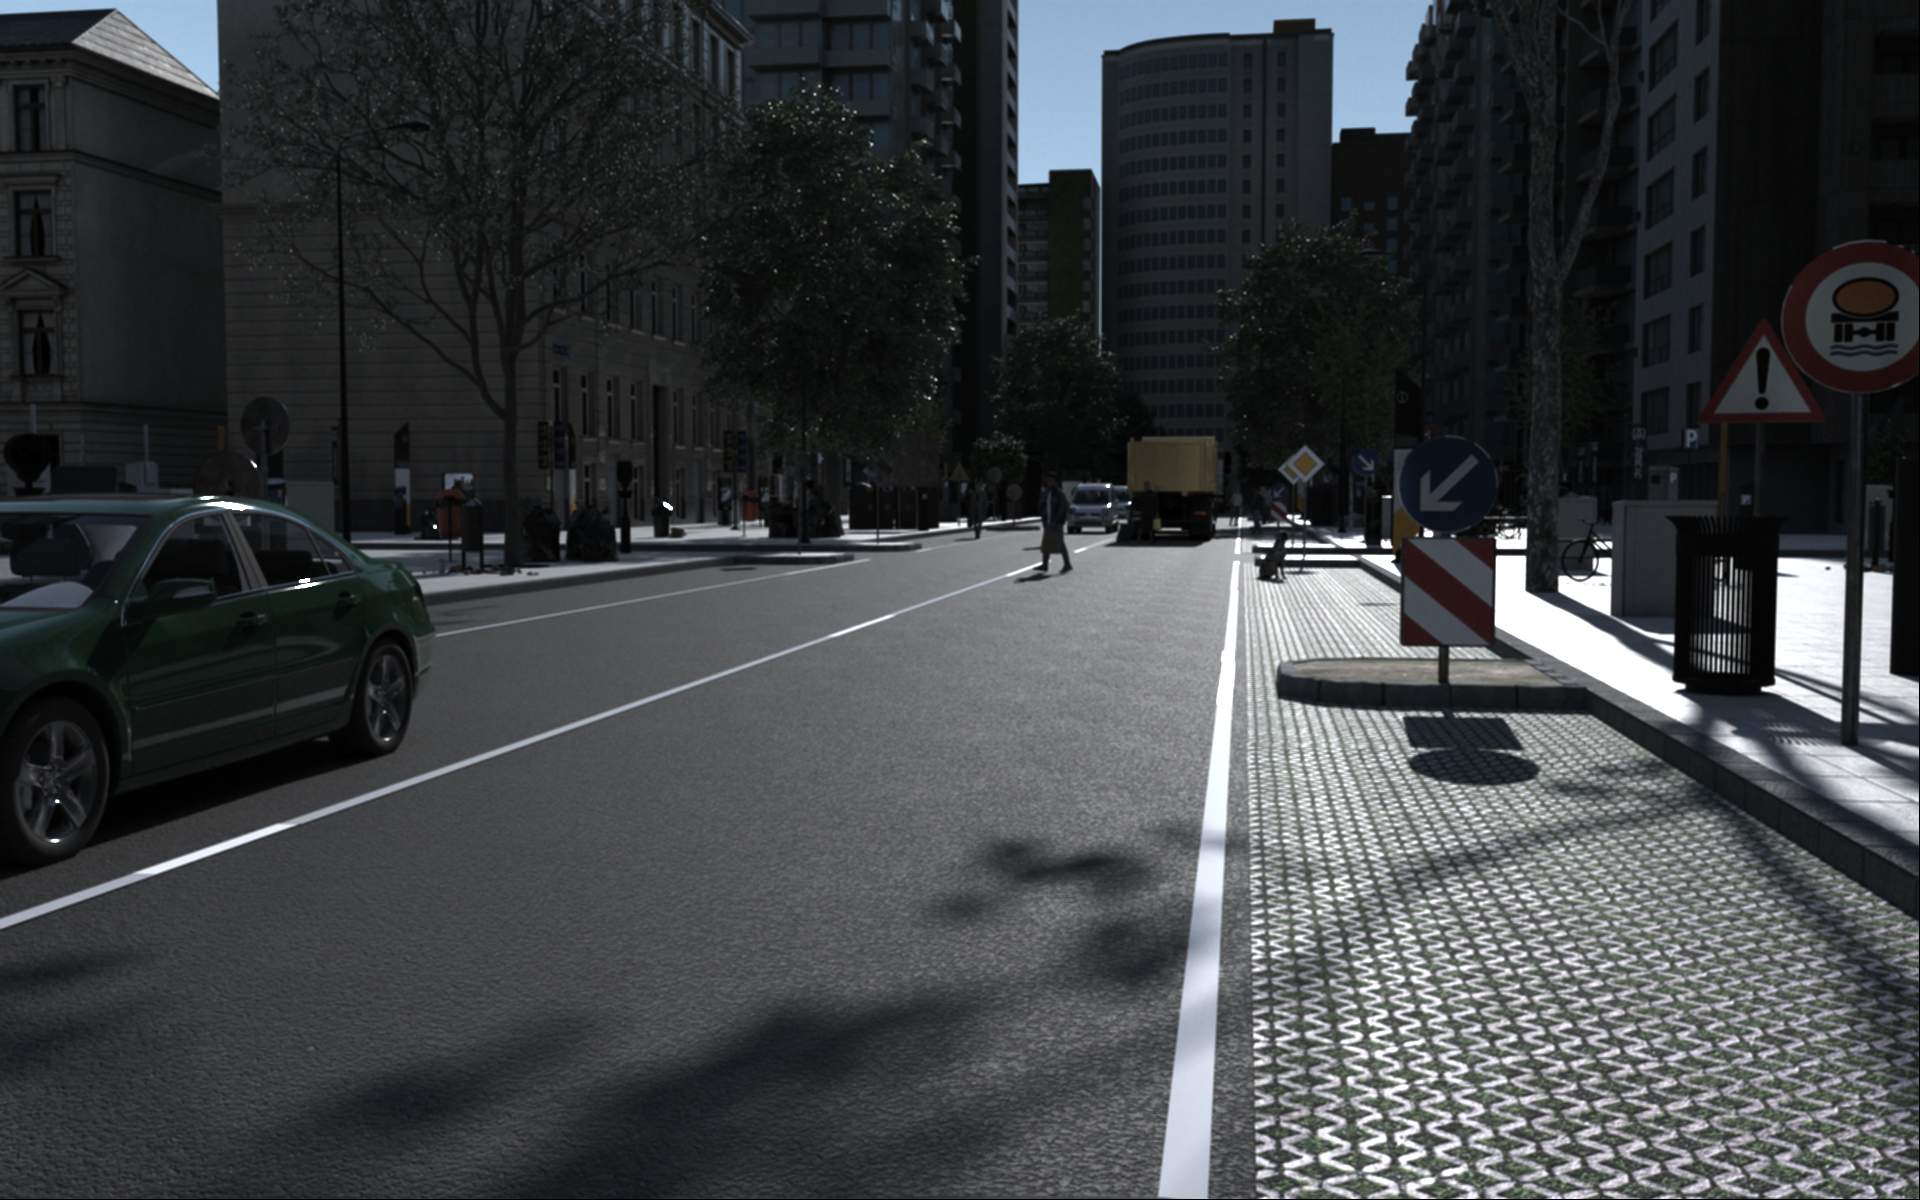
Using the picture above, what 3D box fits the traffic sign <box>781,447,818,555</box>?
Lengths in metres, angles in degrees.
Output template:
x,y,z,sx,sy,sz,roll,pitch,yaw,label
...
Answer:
x,y,z,sx,sy,sz,roll,pitch,yaw,label
-3.397,-2.020,36.665,0.795,2.450,0.064,1,4,9,traffic sign

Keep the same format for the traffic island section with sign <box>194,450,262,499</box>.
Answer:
x,y,z,sx,sy,sz,roll,pitch,yaw,label
-6.638,-0.386,14.938,1.989,1.847,2.006,1,4,9,traffic island section with sign

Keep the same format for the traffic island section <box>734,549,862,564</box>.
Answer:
x,y,z,sx,sy,sz,roll,pitch,yaw,label
-3.422,-0.884,36.731,2.009,0.180,2.903,1,4,9,traffic island section

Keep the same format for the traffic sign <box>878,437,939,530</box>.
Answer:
x,y,z,sx,sy,sz,roll,pitch,yaw,label
-1.850,-4.142,61.599,2.265,3.308,0.079,1,4,11,traffic sign

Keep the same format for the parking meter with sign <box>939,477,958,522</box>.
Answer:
x,y,z,sx,sy,sz,roll,pitch,yaw,label
-0.895,-5.070,79.161,1.738,3.016,0.543,2,4,35,parking meter with sign

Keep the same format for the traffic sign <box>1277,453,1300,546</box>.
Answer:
x,y,z,sx,sy,sz,roll,pitch,yaw,label
8.242,-2.398,42.844,0.795,2.450,0.064,1,4,9,traffic sign

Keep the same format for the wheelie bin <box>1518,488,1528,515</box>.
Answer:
x,y,z,sx,sy,sz,roll,pitch,yaw,label
29.617,-5.071,90.813,0.693,1.594,0.980,1,4,20,wheelie bin

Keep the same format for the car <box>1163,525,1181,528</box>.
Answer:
x,y,z,sx,sy,sz,roll,pitch,yaw,label
8.051,-3.254,65.572,2.083,1.381,4.827,0,4,7,car

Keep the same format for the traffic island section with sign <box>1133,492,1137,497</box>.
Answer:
x,y,z,sx,sy,sz,roll,pitch,yaw,label
14.575,-8.343,145.032,1.989,1.847,2.006,1,4,9,traffic island section with sign

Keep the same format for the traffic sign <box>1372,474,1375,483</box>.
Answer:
x,y,z,sx,sy,sz,roll,pitch,yaw,label
22.701,-5.887,96.365,0.768,2.556,0.104,1,4,10,traffic sign

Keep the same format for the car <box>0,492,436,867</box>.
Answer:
x,y,z,sx,sy,sz,roll,pitch,yaw,label
-4.202,0.217,8.257,2.131,1.459,4.920,0,4,7,car

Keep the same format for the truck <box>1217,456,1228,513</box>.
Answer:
x,y,z,sx,sy,sz,roll,pitch,yaw,label
19.249,-8.857,133.722,2.839,4.237,11.283,1,4,9,truck

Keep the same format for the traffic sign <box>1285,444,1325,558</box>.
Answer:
x,y,z,sx,sy,sz,roll,pitch,yaw,label
6.957,-1.916,34.962,0.795,2.450,0.064,1,4,9,traffic sign

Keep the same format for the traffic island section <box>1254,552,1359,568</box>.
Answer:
x,y,z,sx,sy,sz,roll,pitch,yaw,label
6.982,-0.780,35.036,2.009,0.180,2.903,1,4,9,traffic island section

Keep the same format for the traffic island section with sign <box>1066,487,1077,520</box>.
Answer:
x,y,z,sx,sy,sz,roll,pitch,yaw,label
6.491,-5.310,95.448,1.989,1.847,2.006,1,4,9,traffic island section with sign

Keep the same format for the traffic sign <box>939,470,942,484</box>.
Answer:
x,y,z,sx,sy,sz,roll,pitch,yaw,label
-1.059,-4.316,72.695,0.606,2.300,0.079,1,4,18,traffic sign

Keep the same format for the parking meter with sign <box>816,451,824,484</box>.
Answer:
x,y,z,sx,sy,sz,roll,pitch,yaw,label
-5.393,-4.564,70.875,0.543,3.016,1.738,1,4,11,parking meter with sign

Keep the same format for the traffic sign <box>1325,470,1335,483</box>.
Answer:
x,y,z,sx,sy,sz,roll,pitch,yaw,label
19.783,-5.692,93.170,0.768,2.556,0.104,1,4,18,traffic sign

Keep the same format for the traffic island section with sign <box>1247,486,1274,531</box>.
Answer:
x,y,z,sx,sy,sz,roll,pitch,yaw,label
12.247,-3.585,67.236,1.989,1.847,2.006,1,4,9,traffic island section with sign

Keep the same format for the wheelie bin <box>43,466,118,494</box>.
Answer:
x,y,z,sx,sy,sz,roll,pitch,yaw,label
-9.817,-0.704,19.413,0.980,1.594,0.693,-1,4,-18,wheelie bin

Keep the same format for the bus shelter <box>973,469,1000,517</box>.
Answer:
x,y,z,sx,sy,sz,roll,pitch,yaw,label
2.080,-6.738,101.441,1.731,3.624,6.357,1,4,9,bus shelter

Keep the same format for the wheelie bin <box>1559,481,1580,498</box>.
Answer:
x,y,z,sx,sy,sz,roll,pitch,yaw,label
14.323,-2.052,41.452,0.980,1.594,0.693,1,4,22,wheelie bin

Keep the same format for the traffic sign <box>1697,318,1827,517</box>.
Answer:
x,y,z,sx,sy,sz,roll,pitch,yaw,label
5.963,-0.791,12.934,0.884,2.594,0.081,1,4,16,traffic sign

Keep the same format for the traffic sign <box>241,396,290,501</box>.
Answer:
x,y,z,sx,sy,sz,roll,pitch,yaw,label
-9.085,-1.378,22.638,0.768,2.556,0.104,1,4,18,traffic sign

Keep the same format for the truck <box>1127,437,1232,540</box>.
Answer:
x,y,z,sx,sy,sz,roll,pitch,yaw,label
7.157,-3.751,57.259,3.469,3.379,9.791,1,4,10,truck

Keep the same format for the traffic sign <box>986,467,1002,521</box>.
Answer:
x,y,z,sx,sy,sz,roll,pitch,yaw,label
1.606,-4.970,81.373,0.768,2.556,0.104,1,4,13,traffic sign

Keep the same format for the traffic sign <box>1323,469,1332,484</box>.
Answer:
x,y,z,sx,sy,sz,roll,pitch,yaw,label
18.842,-5.501,89.944,0.884,2.594,0.081,1,4,10,traffic sign

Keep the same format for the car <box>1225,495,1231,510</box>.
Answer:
x,y,z,sx,sy,sz,roll,pitch,yaw,label
22.841,-8.788,152.729,2.155,1.783,4.494,0,4,7,car

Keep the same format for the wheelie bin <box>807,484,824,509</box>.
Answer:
x,y,z,sx,sy,sz,roll,pitch,yaw,label
-4.589,-2.978,56.603,0.693,1.594,0.980,3,4,36,wheelie bin

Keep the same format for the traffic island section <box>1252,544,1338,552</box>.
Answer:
x,y,z,sx,sy,sz,roll,pitch,yaw,label
8.267,-1.262,42.917,2.009,0.180,2.903,1,4,9,traffic island section

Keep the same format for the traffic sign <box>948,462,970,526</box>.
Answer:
x,y,z,sx,sy,sz,roll,pitch,yaw,label
-0.034,-4.237,69.284,0.884,2.594,0.081,1,4,11,traffic sign

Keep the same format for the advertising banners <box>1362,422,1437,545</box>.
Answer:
x,y,z,sx,sy,sz,roll,pitch,yaw,label
10.925,-2.869,43.088,0.090,3.025,2.074,-3,5,-43,advertising banners

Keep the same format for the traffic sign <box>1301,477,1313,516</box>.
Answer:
x,y,z,sx,sy,sz,roll,pitch,yaw,label
17.935,-5.346,89.534,0.606,2.300,0.079,1,4,18,traffic sign

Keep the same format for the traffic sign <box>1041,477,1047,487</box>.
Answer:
x,y,z,sx,sy,sz,roll,pitch,yaw,label
5.163,-6.285,104.897,0.606,2.300,0.079,1,4,11,traffic sign

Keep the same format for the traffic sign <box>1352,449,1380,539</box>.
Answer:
x,y,z,sx,sy,sz,roll,pitch,yaw,label
11.567,-3.012,49.357,0.768,2.556,0.104,1,4,16,traffic sign

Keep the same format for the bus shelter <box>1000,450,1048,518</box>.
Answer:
x,y,z,sx,sy,sz,roll,pitch,yaw,label
3.625,-6.356,95.199,1.731,3.624,6.357,1,4,9,bus shelter

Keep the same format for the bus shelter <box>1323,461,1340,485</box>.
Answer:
x,y,z,sx,sy,sz,roll,pitch,yaw,label
23.453,-7.028,108.829,2.014,3.302,5.546,1,4,9,bus shelter

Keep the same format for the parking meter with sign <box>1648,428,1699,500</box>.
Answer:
x,y,z,sx,sy,sz,roll,pitch,yaw,label
18.943,-3.081,46.643,0.543,3.016,1.738,-2,4,-27,parking meter with sign

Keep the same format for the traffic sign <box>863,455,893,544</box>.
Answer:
x,y,z,sx,sy,sz,roll,pitch,yaw,label
-2.112,-2.502,44.547,0.795,2.450,0.064,1,4,9,traffic sign

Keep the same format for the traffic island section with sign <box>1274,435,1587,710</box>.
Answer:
x,y,z,sx,sy,sz,roll,pitch,yaw,label
3.312,-0.236,12.493,1.989,1.847,2.006,1,4,9,traffic island section with sign

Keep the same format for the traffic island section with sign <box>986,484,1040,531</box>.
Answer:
x,y,z,sx,sy,sz,roll,pitch,yaw,label
2.153,-3.683,68.843,1.989,1.847,2.006,1,4,9,traffic island section with sign

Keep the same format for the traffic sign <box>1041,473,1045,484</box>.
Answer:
x,y,z,sx,sy,sz,roll,pitch,yaw,label
4.462,-6.061,99.206,0.768,2.556,0.104,1,4,10,traffic sign

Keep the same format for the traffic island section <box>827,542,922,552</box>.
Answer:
x,y,z,sx,sy,sz,roll,pitch,yaw,label
-2.137,-1.366,44.612,2.009,0.180,2.903,1,4,9,traffic island section

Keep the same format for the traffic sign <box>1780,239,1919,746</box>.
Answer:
x,y,z,sx,sy,sz,roll,pitch,yaw,label
4.552,-0.531,8.787,0.768,2.556,0.104,1,4,18,traffic sign

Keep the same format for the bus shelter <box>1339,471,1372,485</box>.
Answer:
x,y,z,sx,sy,sz,roll,pitch,yaw,label
20.059,-5.945,88.484,1.731,3.624,6.357,1,4,9,bus shelter
